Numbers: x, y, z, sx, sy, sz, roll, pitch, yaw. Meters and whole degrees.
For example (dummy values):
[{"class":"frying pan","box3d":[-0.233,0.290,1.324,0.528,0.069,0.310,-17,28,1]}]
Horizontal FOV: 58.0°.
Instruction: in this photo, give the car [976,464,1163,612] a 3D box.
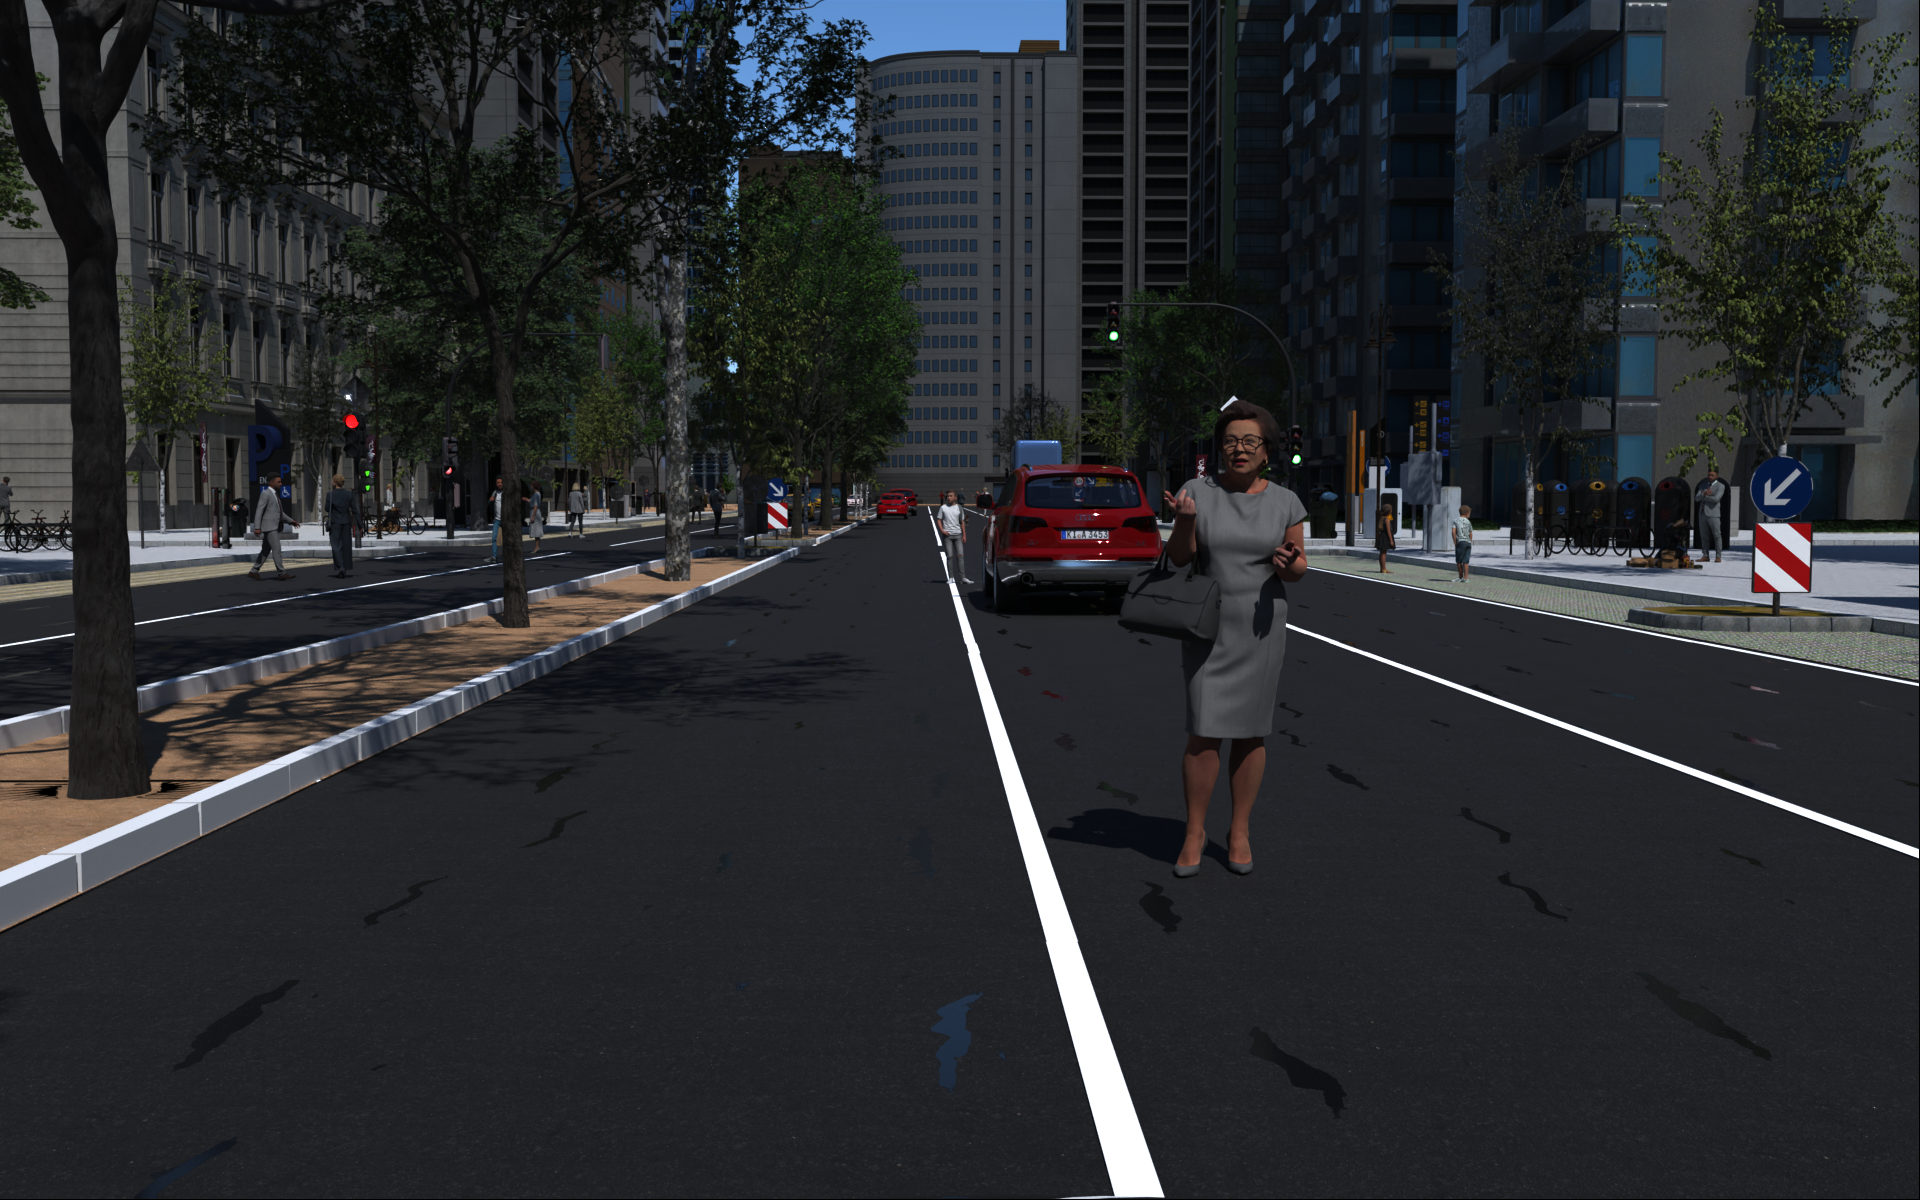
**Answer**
[{"class":"car","box3d":[1.376,-0.855,22.645,2.281,1.827,5.304,0,4,-2]}]

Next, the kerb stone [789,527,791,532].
[{"class":"kerb stone","box3d":[-6.503,-2.594,64.606,0.120,0.150,1.000,0,4,-1]}]

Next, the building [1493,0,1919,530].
[{"class":"building","box3d":[35.763,-27.536,69.823,30.456,49.044,23.786,0,4,-1]}]

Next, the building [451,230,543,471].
[{"class":"building","box3d":[-33.886,-16.112,112.581,9.793,20.994,18.267,0,4,-1]}]

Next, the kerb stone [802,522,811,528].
[{"class":"kerb stone","box3d":[-6.736,-3.281,75.869,0.120,0.150,1.000,0,4,-1]}]

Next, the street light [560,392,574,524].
[{"class":"street light","box3d":[-16.977,-6.227,74.601,0.468,5.910,1.993,0,4,-1]}]

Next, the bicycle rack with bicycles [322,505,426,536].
[{"class":"bicycle rack with bicycles","box3d":[-18.575,-2.490,54.092,2.925,0.926,2.852,2,4,29]}]

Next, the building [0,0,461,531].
[{"class":"building","box3d":[-36.786,-18.590,80.364,17.030,29.872,44.131,0,4,-1]}]

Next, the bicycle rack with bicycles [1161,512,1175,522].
[{"class":"bicycle rack with bicycles","box3d":[10.475,-4.057,79.717,2.852,0.926,2.925,0,4,3]}]

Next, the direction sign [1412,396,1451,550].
[{"class":"direction sign","box3d":[10.859,-2.932,39.934,0.876,3.537,0.379,0,4,-5]}]

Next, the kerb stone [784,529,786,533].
[{"class":"kerb stone","box3d":[-6.460,-2.469,62.559,0.120,0.150,1.000,0,4,-1]}]

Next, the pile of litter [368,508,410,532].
[{"class":"pile of litter","box3d":[-19.576,-2.769,59.232,1.176,0.858,1.719,-3,5,-43]}]

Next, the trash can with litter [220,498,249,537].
[{"class":"trash can with litter","box3d":[-21.527,-2.433,51.159,1.055,1.170,0.624,2,4,27]}]

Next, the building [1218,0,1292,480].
[{"class":"building","box3d":[26.792,-27.425,132.001,14.154,41.232,14.086,0,4,-1]}]

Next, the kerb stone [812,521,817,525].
[{"class":"kerb stone","box3d":[-6.807,-3.533,79.961,0.120,0.150,1.000,0,4,-1]}]

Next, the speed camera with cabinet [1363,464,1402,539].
[{"class":"speed camera with cabinet","box3d":[12.559,-3.389,49.739,2.038,3.252,0.660,-2,4,-29]}]

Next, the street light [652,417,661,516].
[{"class":"street light","box3d":[-17.475,-7.787,100.106,0.468,5.910,1.993,0,4,-1]}]

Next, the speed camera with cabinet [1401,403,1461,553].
[{"class":"speed camera with cabinet","box3d":[10.540,-2.698,38.456,0.660,3.252,2.038,2,4,33]}]

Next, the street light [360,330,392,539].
[{"class":"street light","box3d":[-16.515,-4.667,49.094,0.468,5.910,1.993,0,4,-1]}]

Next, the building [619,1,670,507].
[{"class":"building","box3d":[-44.402,-38.882,177.717,28.212,58.520,21.231,0,4,-1]}]

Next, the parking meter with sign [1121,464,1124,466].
[{"class":"parking meter with sign","box3d":[9.479,-6.421,101.244,0.543,3.016,1.738,1,4,18]}]

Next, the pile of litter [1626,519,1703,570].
[{"class":"pile of litter","box3d":[12.310,-0.996,30.256,1.176,0.858,1.719,1,4,9]}]

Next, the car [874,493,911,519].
[{"class":"car","box3d":[-3.866,-5.528,99.420,2.155,1.783,4.494,0,4,-1]}]

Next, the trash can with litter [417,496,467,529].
[{"class":"trash can with litter","box3d":[-19.133,-3.283,64.739,2.233,1.210,1.678,1,4,14]}]

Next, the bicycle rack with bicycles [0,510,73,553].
[{"class":"bicycle rack with bicycles","box3d":[-20.638,-1.548,38.686,2.925,0.926,2.852,-3,5,-45]}]

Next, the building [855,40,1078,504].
[{"class":"building","box3d":[0.449,-41.987,228.493,28.212,58.520,21.231,0,4,-1]}]

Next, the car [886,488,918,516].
[{"class":"car","box3d":[-3.904,-6.497,114.894,2.281,1.827,5.304,0,4,-3]}]

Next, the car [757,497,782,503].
[{"class":"car","box3d":[-13.381,-6.790,120.800,2.009,1.686,4.222,0,4,0]}]

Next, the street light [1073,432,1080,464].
[{"class":"street light","box3d":[8.324,-9.209,123.351,0.468,5.910,1.993,0,4,-1]}]

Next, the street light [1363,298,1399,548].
[{"class":"street light","box3d":[9.940,-4.175,41.055,0.468,5.910,1.993,0,4,-1]}]

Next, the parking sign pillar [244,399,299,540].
[{"class":"parking sign pillar","box3d":[-19.433,-3.687,48.760,1.447,3.967,1.447,2,4,31]}]

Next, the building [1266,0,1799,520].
[{"class":"building","box3d":[32.918,-29.907,108.581,23.786,49.044,30.456,0,4,-1]}]

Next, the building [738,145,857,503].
[{"class":"building","box3d":[-20.812,-35.177,225.253,14.200,45.320,14.600,0,4,-1]}]

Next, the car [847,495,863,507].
[{"class":"car","box3d":[-11.283,-10.684,187.049,2.083,1.381,4.827,0,3,0]}]

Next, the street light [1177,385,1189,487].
[{"class":"street light","box3d":[9.285,-6.089,72.340,0.468,5.910,1.993,0,4,-1]}]

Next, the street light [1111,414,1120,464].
[{"class":"street light","box3d":[8.772,-7.649,97.845,0.468,5.910,1.993,0,4,-1]}]

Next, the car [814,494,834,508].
[{"class":"car","box3d":[-13.953,-10.271,178.156,2.015,1.641,3.980,0,4,1]}]

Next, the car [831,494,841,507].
[{"class":"car","box3d":[-14.292,-11.190,194.757,2.131,1.459,4.920,0,4,-3]}]

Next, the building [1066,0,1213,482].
[{"class":"building","box3d":[24.863,-48.315,228.202,20.611,71.187,20.563,0,4,-1]}]

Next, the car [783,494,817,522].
[{"class":"car","box3d":[-8.407,-4.850,89.514,2.015,1.641,3.980,0,4,-3]}]

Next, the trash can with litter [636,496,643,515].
[{"class":"trash can with litter","box3d":[-20.004,-5.872,107.394,0.624,1.170,1.055,-1,4,-12]}]

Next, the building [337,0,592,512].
[{"class":"building","box3d":[-39.724,-42.461,132.495,20.563,71.187,20.611,0,4,-1]}]

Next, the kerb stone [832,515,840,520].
[{"class":"kerb stone","box3d":[-7.249,-4.850,101.497,0.120,0.150,1.000,0,4,-1]}]

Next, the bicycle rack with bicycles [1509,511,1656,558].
[{"class":"bicycle rack with bicycles","box3d":[12.718,-1.381,35.963,2.852,0.926,2.925,0,4,-4]}]

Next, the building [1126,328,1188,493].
[{"class":"building","box3d":[32.294,-20.205,175.394,27.650,21.520,28.899,0,4,-1]}]

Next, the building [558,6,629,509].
[{"class":"building","box3d":[-37.194,-30.618,150.713,14.600,45.320,14.200,0,4,-1]}]

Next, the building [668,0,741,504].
[{"class":"building","box3d":[-43.767,-55.995,228.195,31.000,86.520,22.319,0,4,-1]}]

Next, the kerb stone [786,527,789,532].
[{"class":"kerb stone","box3d":[-6.475,-2.531,63.585,0.120,0.150,1.000,0,4,-1]}]

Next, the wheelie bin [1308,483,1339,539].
[{"class":"wheelie bin","box3d":[10.470,-2.568,49.901,0.693,1.594,0.980,-3,5,-40]}]
